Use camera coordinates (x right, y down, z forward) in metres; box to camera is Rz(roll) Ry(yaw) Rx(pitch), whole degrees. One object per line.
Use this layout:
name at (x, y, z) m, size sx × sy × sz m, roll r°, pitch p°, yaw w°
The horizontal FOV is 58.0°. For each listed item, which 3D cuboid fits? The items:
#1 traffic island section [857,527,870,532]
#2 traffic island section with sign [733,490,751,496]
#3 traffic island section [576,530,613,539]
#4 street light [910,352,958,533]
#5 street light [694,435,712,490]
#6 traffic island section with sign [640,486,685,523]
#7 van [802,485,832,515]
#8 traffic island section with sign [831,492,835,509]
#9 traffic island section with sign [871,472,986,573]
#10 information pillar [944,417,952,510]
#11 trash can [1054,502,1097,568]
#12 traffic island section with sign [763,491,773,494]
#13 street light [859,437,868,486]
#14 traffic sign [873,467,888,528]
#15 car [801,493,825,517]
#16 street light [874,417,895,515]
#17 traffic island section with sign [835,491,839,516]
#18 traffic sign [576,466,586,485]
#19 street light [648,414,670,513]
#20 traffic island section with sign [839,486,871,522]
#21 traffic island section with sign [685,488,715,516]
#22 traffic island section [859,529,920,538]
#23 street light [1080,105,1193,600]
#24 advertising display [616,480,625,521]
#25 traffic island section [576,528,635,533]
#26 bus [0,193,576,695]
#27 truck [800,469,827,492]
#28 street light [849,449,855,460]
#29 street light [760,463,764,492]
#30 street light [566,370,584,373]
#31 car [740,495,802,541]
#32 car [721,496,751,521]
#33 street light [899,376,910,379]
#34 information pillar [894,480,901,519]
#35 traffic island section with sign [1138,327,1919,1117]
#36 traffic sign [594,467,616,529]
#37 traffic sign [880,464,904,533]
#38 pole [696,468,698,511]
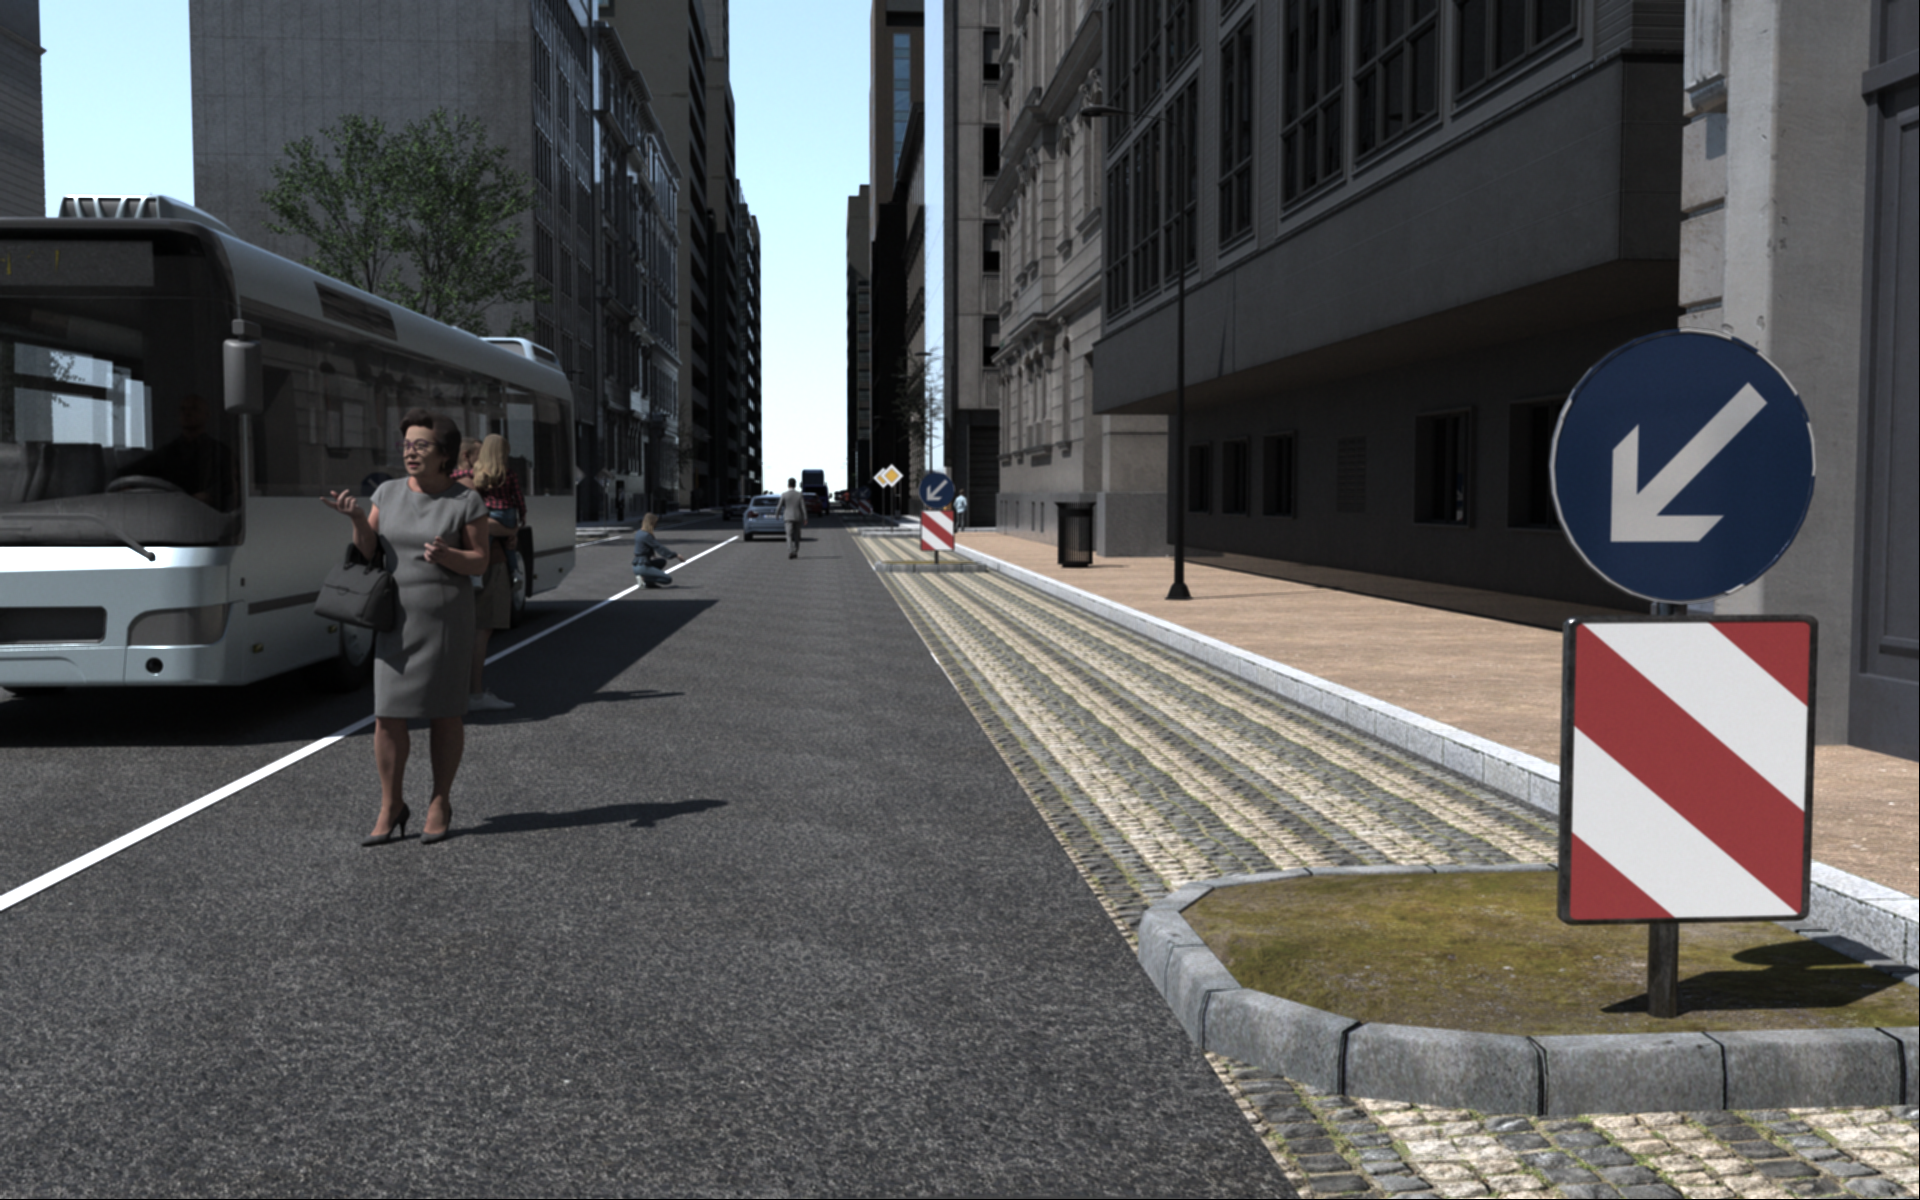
traffic island section at (-2.860, -2.627, 65.237) m, size 2.009 × 0.180 × 2.903 m, roll 0°, pitch 4°, yaw -5°
traffic island section with sign at (-21.088, -9.494, 163.858) m, size 1.989 × 1.847 × 2.006 m, roll 0°, pitch 4°, yaw -5°
traffic island section at (-12.590, -2.091, 56.466) m, size 2.009 × 0.180 × 2.903 m, roll 0°, pitch 4°, yaw -5°
street light at (-0.795, -5.152, 56.773) m, size 1.470 × 5.913 × 1.316 m, roll 0°, pitch 4°, yaw -5°
street light at (-20.756, -10.266, 140.384) m, size 1.470 × 5.913 × 1.316 m, roll 0°, pitch 4°, yaw -5°
traffic island section with sign at (-15.012, -4.793, 87.000) m, size 1.989 × 1.847 × 2.006 m, roll 0°, pitch 4°, yaw -5°
van at (-10.056, -7.119, 120.780) m, size 2.240 × 2.365 × 5.245 m, roll 0°, pitch 4°, yaw -4°
traffic island section with sign at (-11.062, -9.560, 164.929) m, size 1.989 × 1.847 × 2.006 m, roll 0°, pitch 4°, yaw -5°
traffic island section with sign at (-0.586, -1.446, 32.271) m, size 1.989 × 1.847 × 2.006 m, roll 0°, pitch 4°, yaw -5°
information pillar at (-0.381, -3.748, 52.638) m, size 0.183 × 3.616 × 0.504 m, roll 1°, pitch 4°, yaw 20°
trash can at (2.015, -1.138, 30.265) m, size 0.748 × 1.137 × 0.748 m, roll 0°, pitch 3°, yaw 0°
traffic island section with sign at (-29.696, -16.170, 273.009) m, size 1.989 × 1.847 × 2.006 m, roll 0°, pitch 4°, yaw -5°
street light at (-7.724, -10.509, 144.364) m, size 1.470 × 5.913 × 1.316 m, roll 0°, pitch 4°, yaw -5°
traffic sign at (-2.882, -3.762, 65.158) m, size 0.795 × 2.450 × 0.064 m, roll 0°, pitch 4°, yaw -5°
car at (-9.532, -6.084, 108.510) m, size 2.155 × 1.783 × 4.494 m, roll 0°, pitch 4°, yaw -4°
street light at (-4.454, -8.034, 103.905) m, size 1.470 × 5.913 × 1.316 m, roll 0°, pitch 4°, yaw -5°
traffic island section with sign at (-7.104, -6.493, 114.783) m, size 1.989 × 1.847 × 2.006 m, roll 0°, pitch 4°, yaw -5°
traffic sign at (-12.567, -3.227, 56.407) m, size 0.795 × 2.450 × 0.064 m, roll 0°, pitch 4°, yaw -5°
street light at (-17.555, -7.854, 100.953) m, size 1.470 × 5.913 × 1.316 m, roll 0°, pitch 4°, yaw -5°
traffic island section with sign at (-4.984, -4.849, 87.911) m, size 1.989 × 1.847 × 2.006 m, roll 0°, pitch 4°, yaw -5°
traffic island section with sign at (-17.157, -6.453, 114.132) m, size 1.989 × 1.847 × 2.006 m, roll 0°, pitch 4°, yaw -5°
traffic island section at (-2.231, -2.140, 57.277) m, size 2.009 × 0.180 × 2.903 m, roll 0°, pitch 4°, yaw -5°
street light at (2.131, -2.958, 20.909) m, size 1.470 × 5.913 × 1.316 m, roll 0°, pitch 4°, yaw -5°
advertising display at (-16.013, -4.675, 81.642) m, size 0.123 × 1.923 × 0.974 m, roll 0°, pitch 4°, yaw 5°
traffic island section at (-13.219, -2.578, 64.427) m, size 2.009 × 0.180 × 2.903 m, roll 0°, pitch 4°, yaw -5°
bus at (-5.745, -1.246, 15.225) m, size 2.948 × 3.499 × 13.247 m, roll 0°, pitch 4°, yaw -3°
truck at (-15.695, -11.850, 183.509) m, size 2.967 × 4.110 × 18.799 m, roll 0°, pitch 4°, yaw -4°
street light at (-10.499, -12.703, 180.240) m, size 1.470 × 5.913 × 1.316 m, roll 0°, pitch 4°, yaw -5°
street light at (-30.027, -17.541, 259.329) m, size 1.470 × 5.913 × 1.316 m, roll 0°, pitch 4°, yaw -5°
street light at (-14.786, -5.657, 65.035) m, size 1.470 × 5.913 × 1.316 m, roll 0°, pitch 4°, yaw -5°
car at (-5.858, -2.571, 54.043) m, size 2.014 × 1.417 × 4.499 m, roll 0°, pitch 4°, yaw -6°
car at (-12.010, -5.005, 94.417) m, size 1.945 × 1.354 × 3.894 m, roll 0°, pitch 4°, yaw -5°
street light at (-1.681, -5.840, 68.028) m, size 1.470 × 5.913 × 1.316 m, roll 0°, pitch 4°, yaw -5°
information pillar at (-3.157, -5.077, 87.502) m, size 0.304 × 2.012 × 0.304 m, roll 0°, pitch 4°, yaw -7°
traffic island section with sign at (1.571, 0.226, 4.926) m, size 1.989 × 1.847 × 2.006 m, roll 0°, pitch 4°, yaw -5°
traffic sign at (-13.196, -3.714, 64.367) m, size 0.795 × 2.450 × 0.064 m, roll 0°, pitch 4°, yaw -5°
traffic sign at (-2.253, -3.276, 57.198) m, size 0.795 × 2.450 × 0.064 m, roll 0°, pitch 4°, yaw -5°
pole at (-20.373, -8.584, 134.198) m, size 0.158 × 3.312 × 0.155 m, roll 0°, pitch 3°, yaw 0°
